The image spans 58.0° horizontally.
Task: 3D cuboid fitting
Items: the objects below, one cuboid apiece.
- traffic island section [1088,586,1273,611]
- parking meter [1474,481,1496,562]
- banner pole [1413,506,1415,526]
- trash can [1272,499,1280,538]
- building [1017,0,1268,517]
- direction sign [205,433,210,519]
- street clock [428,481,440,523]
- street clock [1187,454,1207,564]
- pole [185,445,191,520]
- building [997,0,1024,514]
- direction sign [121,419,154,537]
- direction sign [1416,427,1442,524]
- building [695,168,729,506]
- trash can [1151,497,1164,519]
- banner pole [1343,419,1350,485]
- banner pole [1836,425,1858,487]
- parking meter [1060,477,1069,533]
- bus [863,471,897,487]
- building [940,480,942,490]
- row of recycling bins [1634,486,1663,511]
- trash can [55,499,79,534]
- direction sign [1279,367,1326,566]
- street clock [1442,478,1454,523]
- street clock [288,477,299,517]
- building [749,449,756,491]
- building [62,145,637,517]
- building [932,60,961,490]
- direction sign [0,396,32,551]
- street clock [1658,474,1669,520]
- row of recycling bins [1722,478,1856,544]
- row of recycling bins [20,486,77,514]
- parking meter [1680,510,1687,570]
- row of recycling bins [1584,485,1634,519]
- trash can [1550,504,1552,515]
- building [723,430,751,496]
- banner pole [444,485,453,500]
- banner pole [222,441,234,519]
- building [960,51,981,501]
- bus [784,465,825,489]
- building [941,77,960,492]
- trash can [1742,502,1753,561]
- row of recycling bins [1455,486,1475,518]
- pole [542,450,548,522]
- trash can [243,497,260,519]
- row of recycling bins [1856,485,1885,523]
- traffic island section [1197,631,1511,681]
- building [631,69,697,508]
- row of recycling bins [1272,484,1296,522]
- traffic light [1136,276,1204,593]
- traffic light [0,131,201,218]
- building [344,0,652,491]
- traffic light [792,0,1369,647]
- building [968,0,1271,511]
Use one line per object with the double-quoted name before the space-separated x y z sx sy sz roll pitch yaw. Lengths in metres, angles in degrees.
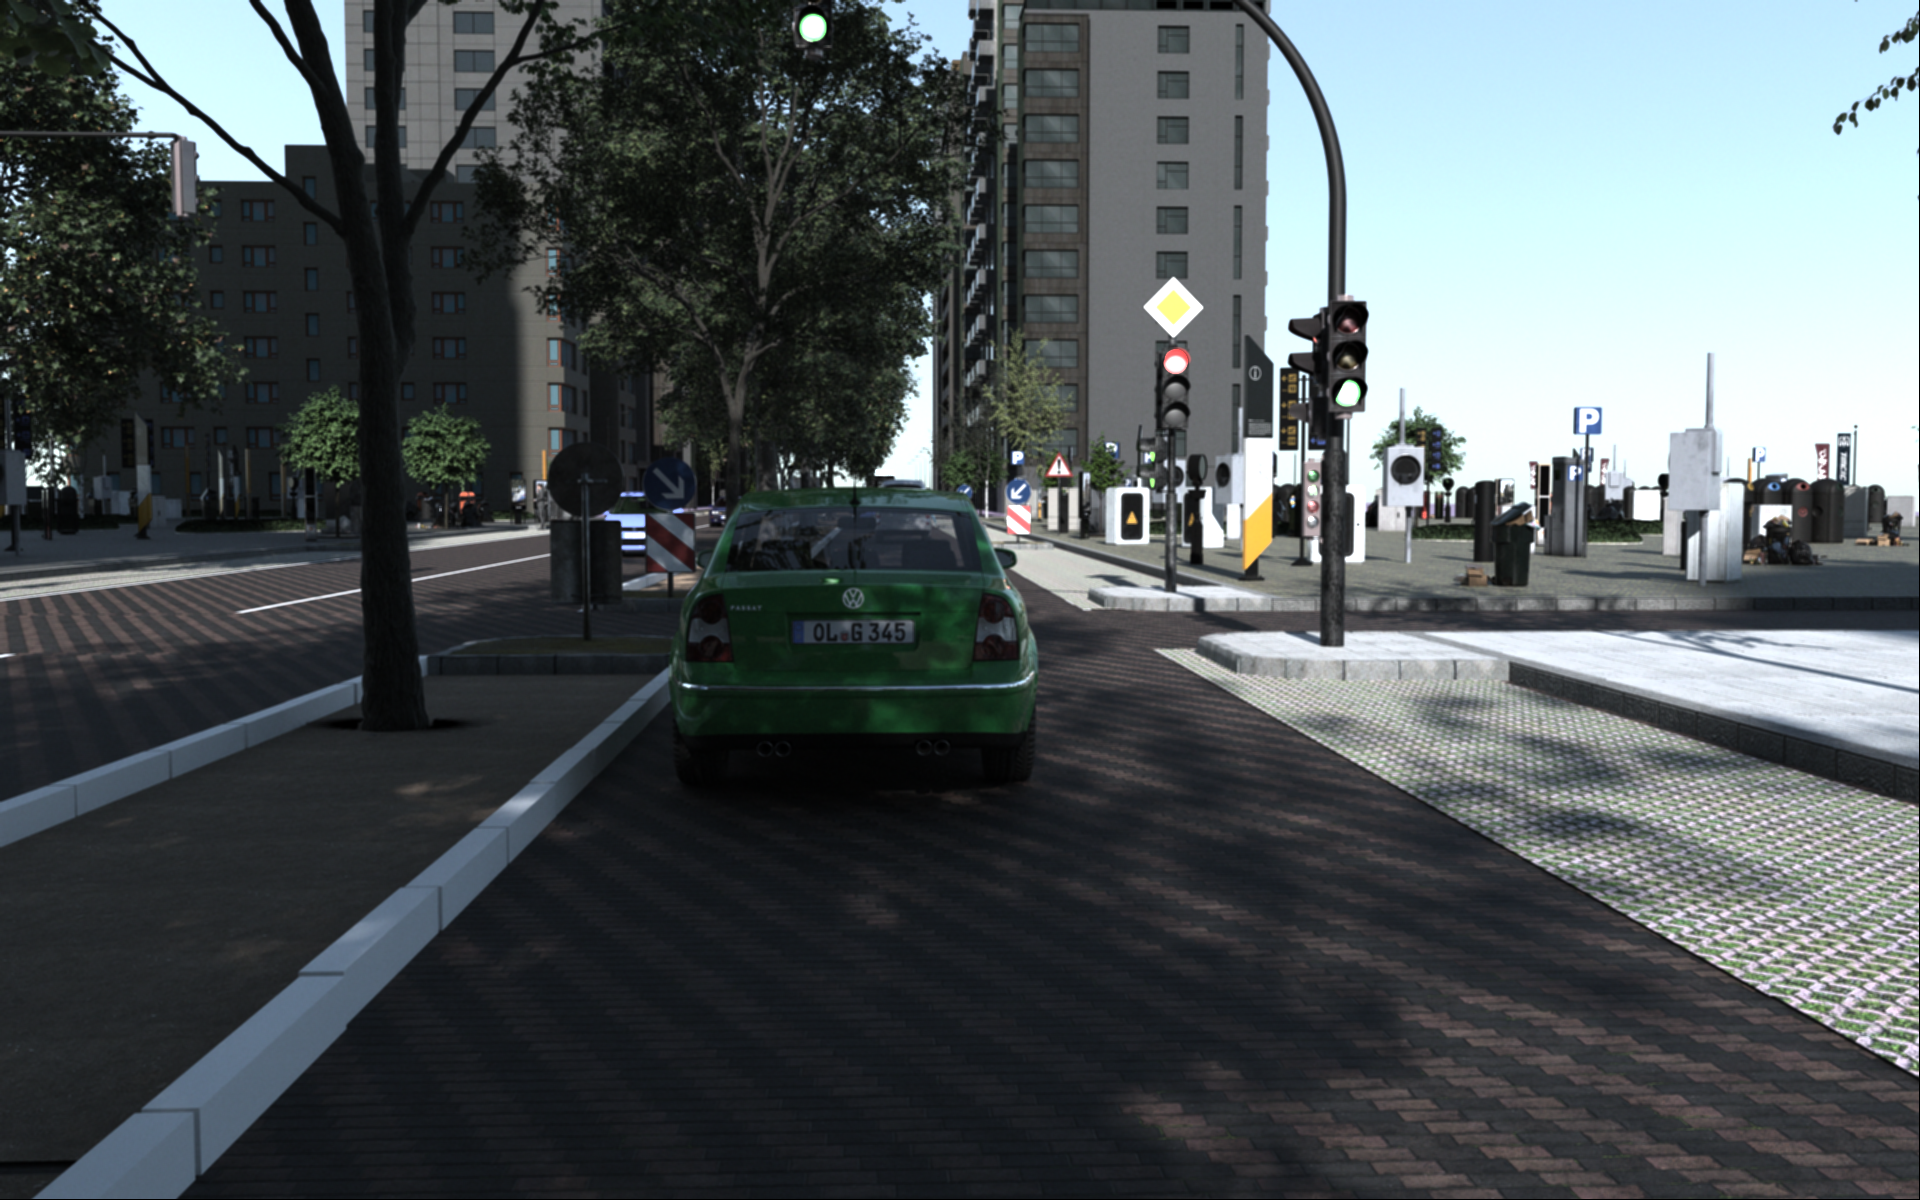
"traffic island section" 2.776 -0.022 22.640 2.009 0.180 2.903 0 4 -3
"parking meter" 9.917 -1.488 32.738 0.372 1.533 0.369 0 3 0
"banner pole" 17.879 -4.824 68.883 0.401 3.779 0.863 -3 5 -39
"trash can" 8.986 -2.386 50.667 0.748 1.137 0.748 0 3 0
"building" 10.294 -20.394 105.141 14.160 30.474 14.107 0 4 -3
"direction sign" -28.254 -4.471 65.100 0.379 3.537 0.876 -2 4 -32
"street clock" -23.046 -4.365 75.936 0.471 2.002 0.358 0 4 5
"street clock" 4.338 -1.658 31.684 0.358 2.002 0.471 2 4 26
"pole" -31.991 -4.765 71.749 0.158 3.312 0.155 0 3 0
"building" 9.447 -26.643 119.202 14.154 41.232 14.086 0 4 -3
"direction sign" -24.787 -3.686 52.264 0.876 3.537 0.379 -2 4 -26
"direction sign" 15.949 -4.098 58.993 0.876 3.537 0.379 0 4 -7
"building" -37.346 -33.104 195.867 22.147 44.769 28.867 0 4 -3
"trash can" 10.252 -4.777 89.756 0.748 1.137 0.748 0 3 0
"banner pole" 10.353 -3.482 46.955 0.863 3.779 0.401 -2 4 -35
"banner pole" 32.107 -4.442 62.645 0.863 3.779 0.401 0 4 5
"parking meter" 3.390 -3.117 56.682 0.255 1.863 0.399 -1 4 -12
"bus" -6.528 -8.982 141.720 2.948 3.499 13.247 0 4 -3
"building" 13.773 -32.153 217.588 32.217 40.220 23.993 0 4 -3
"row of recycling bins" 35.665 -5.146 91.247 3.534 1.692 1.069 -1 4 -18
"trash can" -28.458 -2.664 55.214 0.748 1.137 0.748 0 3 0
"direction sign" 6.126 -2.382 30.939 0.876 3.537 0.379 2 4 27
"street clock" 21.905 -4.476 77.745 0.358 2.002 0.471 -3 4 -37
"street clock" -27.882 -4.153 72.473 0.471 2.002 0.358 3 4 39
"building" -35.687 -29.136 248.073 14.160 30.474 14.107 0 4 -3
"building" -36.644 -16.235 110.479 27.650 21.520 28.899 0 4 -3
"building" 6.604 -42.861 242.770 21.231 58.520 28.212 0 4 -3
"direction sign" -21.465 -2.886 39.175 0.876 3.537 0.379 -3 5 -42
"street clock" 25.043 -3.487 61.579 0.358 2.002 0.471 -1 4 -15
"row of recycling bins" 21.379 -2.329 45.200 3.534 1.692 1.069 -1 4 -13
"row of recycling bins" -46.663 -4.978 88.499 3.534 1.692 1.069 1 4 17
"parking meter" 12.367 -1.272 29.210 0.372 1.533 0.369 0 3 0
"row of recycling bins" 28.481 -4.317 77.698 3.534 1.692 1.069 -2 4 -30
"trash can" 23.724 -3.487 68.660 0.748 1.137 0.748 0 3 0
"building" -42.200 -23.295 225.910 27.650 21.520 28.899 0 4 -3
"banner pole" -24.092 -5.607 81.684 0.401 3.779 0.863 1 4 14
"banner pole" -34.748 -5.645 82.320 0.401 3.779 0.863 2 4 28
"building" 6.919 -29.393 164.168 14.154 41.232 14.086 0 4 -3
"bus" -11.625 -8.495 130.447 2.896 3.916 12.252 0 4 -4
"building" 8.971 -34.892 194.183 21.300 48.544 21.600 0 4 -3
"trash can" 14.791 -1.318 33.211 0.748 1.137 0.748 0 3 0
"row of recycling bins" 27.895 -5.214 92.363 1.069 1.692 3.534 -2 4 -34
"pole" -19.346 -5.316 80.755 0.158 3.312 0.155 0 3 0
"trash can" -32.739 -4.186 80.094 0.748 1.137 0.748 0 3 0
"row of recycling bins" 39.518 -4.313 77.630 3.534 1.692 1.069 3 5 43
"traffic island section" 3.159 0.466 14.664 2.009 0.180 2.903 0 4 -3
"building" -31.241 -28.740 153.495 14.154 41.232 14.086 0 4 -3
"row of recycling bins" 12.880 -3.812 69.445 1.069 1.692 3.534 -3 5 -39
"traffic light" 2.735 -2.055 22.524 0.839 4.253 0.868 0 4 -3
"traffic light" -12.071 -2.885 21.834 4.771 5.953 1.251 0 4 -3
"building" -34.198 -42.562 134.139 20.563 71.187 20.611 0 4 -3
"traffic light" 1.033 -2.424 14.307 4.771 5.953 1.251 0 4 -3
"building" 12.124 -31.946 141.924 23.786 49.044 30.456 0 4 -3
